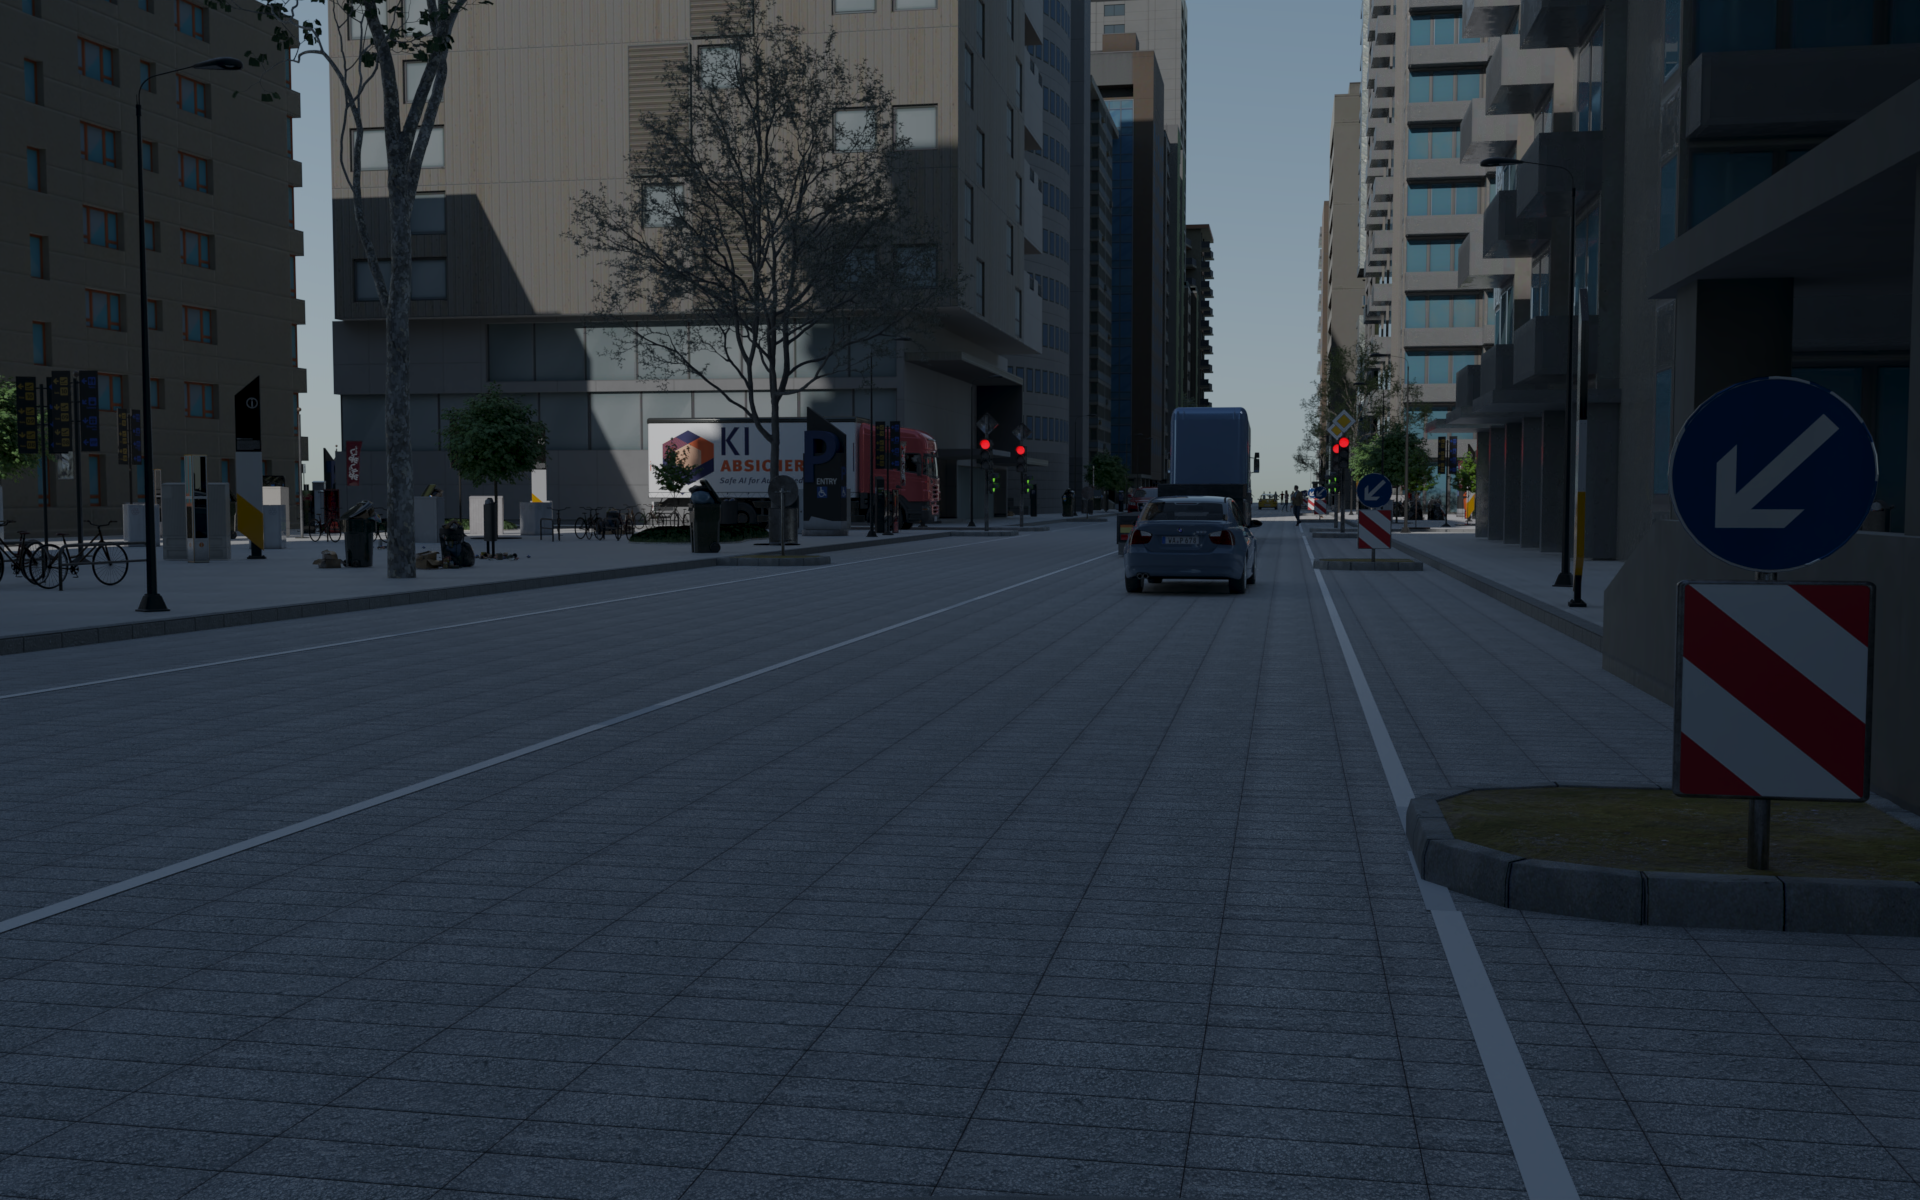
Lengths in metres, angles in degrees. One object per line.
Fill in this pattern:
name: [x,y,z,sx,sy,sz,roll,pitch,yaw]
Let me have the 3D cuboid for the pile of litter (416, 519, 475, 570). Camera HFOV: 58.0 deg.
pile of litter: [-9.075,-0.985,30.076,1.176,0.858,1.719,1,4,19]

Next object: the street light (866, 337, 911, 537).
street light: [-2.099,-4.823,51.395,1.470,5.913,1.316,1,4,11]

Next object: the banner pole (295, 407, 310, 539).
banner pole: [-19.151,-3.685,50.273,0.401,3.779,0.863,-2,4,-24]

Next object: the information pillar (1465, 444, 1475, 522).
information pillar: [23.727,-5.450,80.465,0.504,3.616,0.183,-3,4,-39]

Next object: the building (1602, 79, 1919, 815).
building: [19.816,-19.041,3.203,32.217,40.220,23.993,1,4,11]

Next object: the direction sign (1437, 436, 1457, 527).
direction sign: [19.087,-4.642,67.893,0.379,3.537,0.876,-3,4,-39]

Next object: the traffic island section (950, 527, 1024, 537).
traffic island section: [0.898,-2.293,59.778,2.009,0.180,2.903,1,4,11]

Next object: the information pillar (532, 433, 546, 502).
information pillar: [-14.333,-4.139,59.024,0.504,3.616,0.183,-2,4,-24]

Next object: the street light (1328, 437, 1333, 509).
street light: [23.251,-8.114,105.202,1.470,5.913,1.316,1,4,11]

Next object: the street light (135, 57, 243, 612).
street light: [-8.307,-2.821,18.673,1.470,5.913,1.316,1,4,11]

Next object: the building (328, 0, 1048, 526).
building: [-10.835,-30.148,82.160,28.713,52.752,27.495,1,4,11]

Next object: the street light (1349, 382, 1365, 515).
street light: [17.014,-6.082,71.987,1.470,5.913,1.316,1,4,11]

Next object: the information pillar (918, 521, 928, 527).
information pillar: [-1.385,-4.652,67.419,0.504,3.616,0.183,2,4,35]

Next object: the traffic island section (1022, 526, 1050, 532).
traffic island section: [2.383,-2.773,67.624,2.009,0.180,2.903,1,4,11]

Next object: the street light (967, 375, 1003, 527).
street light: [0.992,-5.829,67.843,1.470,5.913,1.316,1,4,11]

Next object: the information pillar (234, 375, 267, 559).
information pillar: [-13.971,-2.613,34.077,0.504,3.616,0.183,-1,4,-14]

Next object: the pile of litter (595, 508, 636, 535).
pile of litter: [-10.857,-2.513,55.057,1.719,0.858,1.176,-2,4,-32]

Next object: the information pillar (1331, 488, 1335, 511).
information pillar: [27.781,-7.584,128.490,0.304,2.012,0.304,-3,5,-44]

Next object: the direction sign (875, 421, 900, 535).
direction sign: [-2.245,-3.783,53.857,0.876,3.537,0.379,2,4,28]

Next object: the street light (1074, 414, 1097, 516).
street light: [7.249,-7.848,100.863,1.470,5.913,1.316,1,4,11]

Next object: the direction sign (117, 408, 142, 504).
direction sign: [-22.115,-3.314,46.173,0.379,3.537,0.876,1,4,12]

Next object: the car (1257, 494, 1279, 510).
car: [28.425,-9.145,159.750,2.015,1.641,3.980,1,4,12]

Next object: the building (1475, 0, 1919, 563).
building: [23.490,-25.591,38.021,23.786,49.044,30.456,1,4,11]

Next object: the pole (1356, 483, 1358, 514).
pole: [25.354,-7.124,110.325,0.158,3.312,0.155,0,3,0]

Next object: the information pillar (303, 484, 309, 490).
information pillar: [-48.187,-7.535,127.691,0.304,2.012,0.304,1,4,22]

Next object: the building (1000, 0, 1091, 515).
building: [-3.221,-35.166,116.968,21.231,58.520,28.212,1,4,11]

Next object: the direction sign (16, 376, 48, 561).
direction sign: [-17.715,-2.538,33.494,0.876,3.537,0.379,-1,4,-16]

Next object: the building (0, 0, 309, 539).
building: [-40.853,-12.700,52.688,28.899,21.520,27.650,1,4,11]

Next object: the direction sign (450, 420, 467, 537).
direction sign: [-15.091,-3.686,52.262,0.379,3.537,0.876,1,4,20]

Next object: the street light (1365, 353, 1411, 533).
street light: [14.190,-5.174,57.141,1.470,5.913,1.316,1,4,11]

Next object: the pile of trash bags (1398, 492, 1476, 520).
pile of trash bags: [23.528,-4.602,84.992,3.447,1.369,1.912,2,4,24]

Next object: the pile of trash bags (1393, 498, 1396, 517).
pile of trash bags: [24.398,-5.389,97.869,1.912,1.369,3.447,0,4,-5]

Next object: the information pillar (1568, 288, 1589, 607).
information pillar: [7.025,-1.727,19.588,0.183,3.616,0.504,1,4,16]

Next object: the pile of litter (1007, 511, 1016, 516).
pile of litter: [2.681,-5.261,99.974,1.176,0.858,1.719,3,5,40]

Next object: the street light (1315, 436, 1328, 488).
street light: [30.961,-10.632,146.373,1.470,5.913,1.316,1,4,11]

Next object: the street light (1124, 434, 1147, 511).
street light: [13.397,-9.851,133.597,1.470,5.913,1.316,1,4,11]

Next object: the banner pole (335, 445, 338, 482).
banner pole: [-31.531,-5.969,87.609,0.401,3.779,0.863,-1,4,-12]

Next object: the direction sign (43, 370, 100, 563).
direction sign: [-16.220,-2.436,31.833,0.876,3.537,0.379,0,4,5]

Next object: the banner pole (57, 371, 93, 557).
banner pole: [-18.147,-2.773,35.353,0.863,3.779,0.401,2,4,24]

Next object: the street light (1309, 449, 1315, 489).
street light: [37.307,-12.683,179.902,1.470,5.913,1.316,1,4,11]

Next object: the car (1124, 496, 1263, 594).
car: [3.547,-0.874,26.298,2.014,1.417,4.499,1,4,13]

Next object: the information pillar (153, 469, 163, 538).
information pillar: [-23.691,-2.839,50.914,0.304,2.012,0.304,1,4,8]

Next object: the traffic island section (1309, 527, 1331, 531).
traffic island section: [14.214,-2.637,65.388,2.009,0.180,2.903,1,4,11]

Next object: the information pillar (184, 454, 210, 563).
information pillar: [-14.228,-1.701,32.300,0.304,2.012,0.304,3,5,42]

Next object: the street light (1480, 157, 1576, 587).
street light: [7.867,-3.144,23.953,1.470,5.913,1.316,1,4,11]

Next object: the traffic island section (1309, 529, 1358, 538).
traffic island section: [12.729,-2.157,57.542,2.009,0.180,2.903,1,4,11]

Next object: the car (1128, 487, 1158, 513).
car: [9.967,-5.008,90.553,2.281,1.827,5.304,1,4,12]
